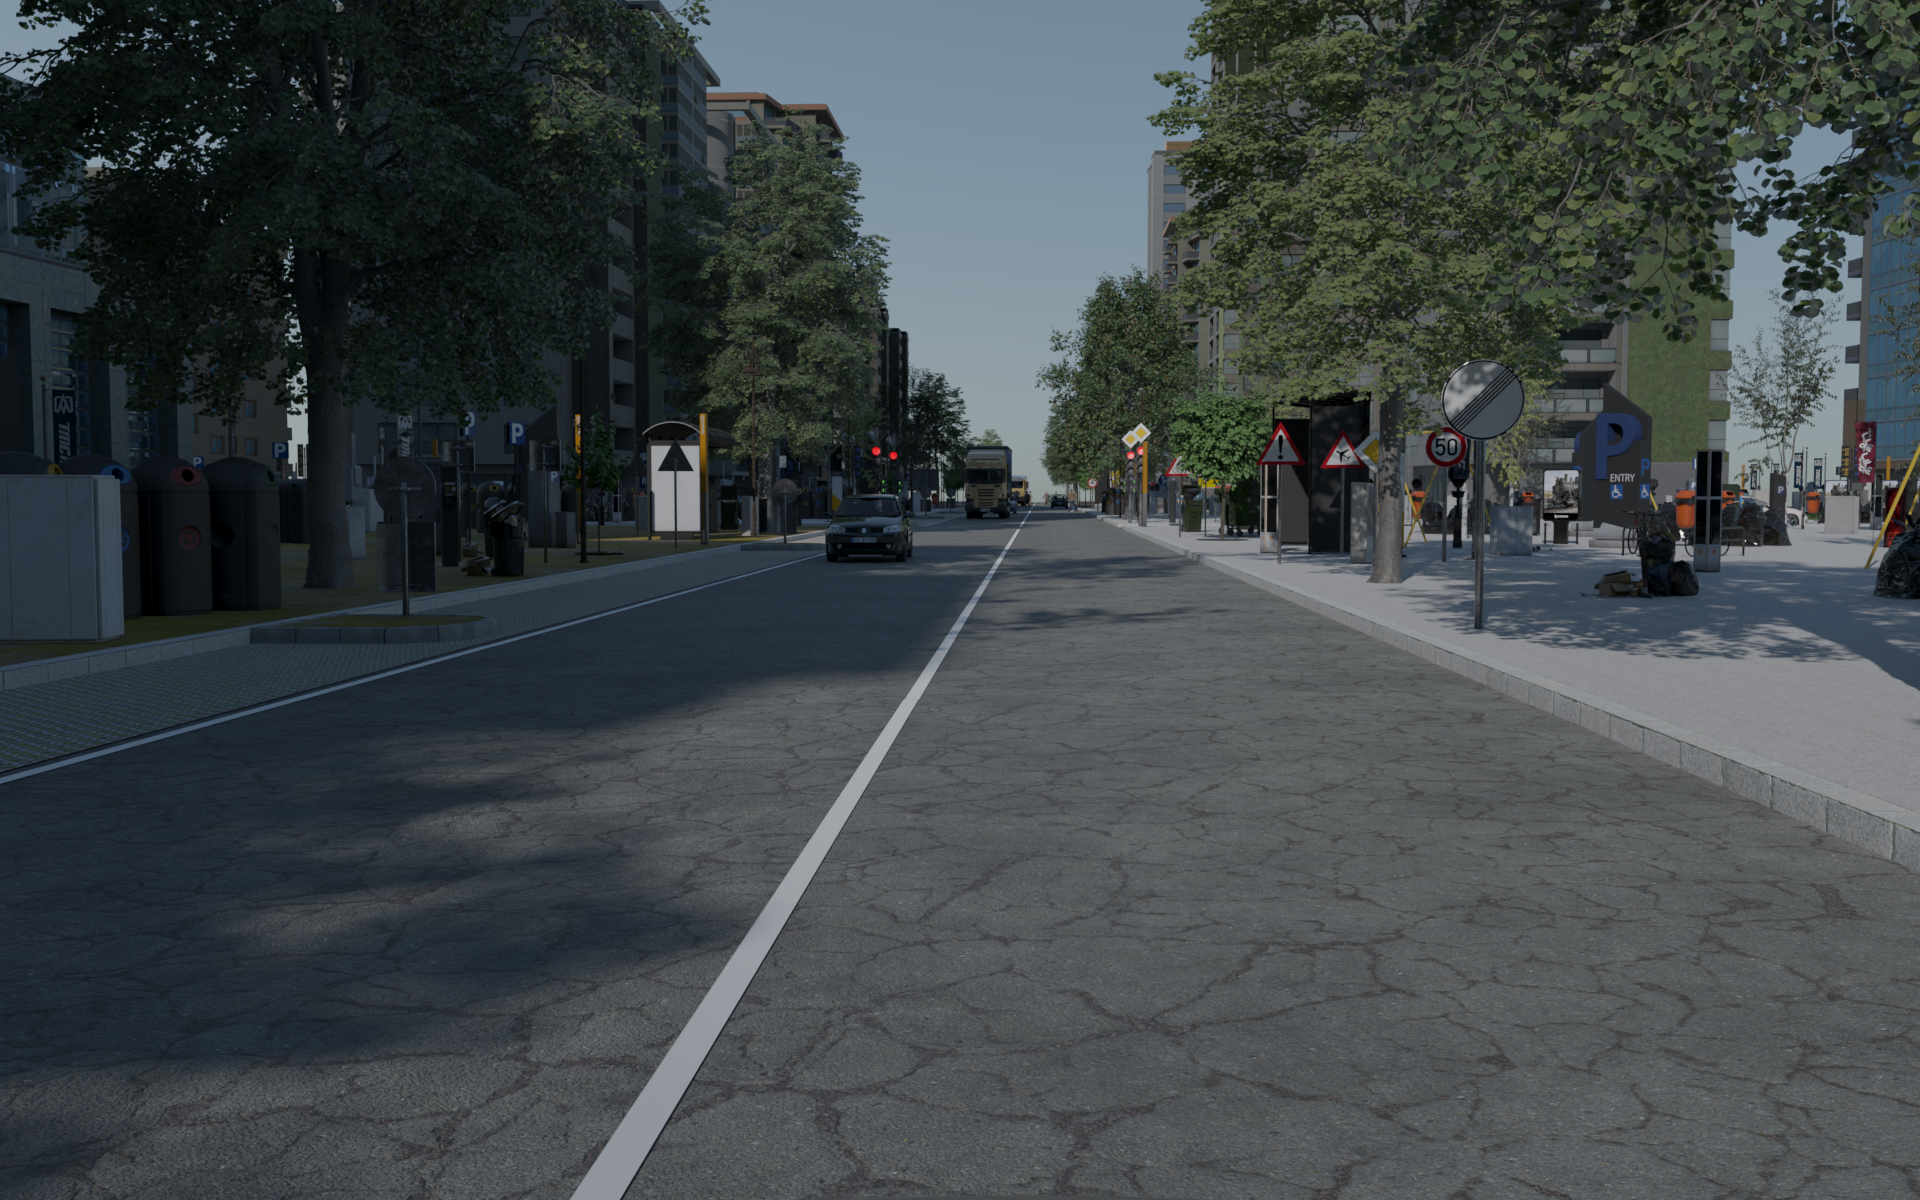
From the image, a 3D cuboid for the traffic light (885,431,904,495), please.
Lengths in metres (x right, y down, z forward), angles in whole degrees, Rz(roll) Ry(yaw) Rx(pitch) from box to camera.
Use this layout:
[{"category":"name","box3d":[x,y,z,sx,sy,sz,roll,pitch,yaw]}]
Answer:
[{"category":"traffic light","box3d":[-2.910,-5.377,76.834,0.839,4.253,0.868,0,4,3]}]

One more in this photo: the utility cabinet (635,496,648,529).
[{"category":"utility cabinet","box3d":[-11.313,-3.175,63.065,1.020,1.237,0.306,-1,4,-11]}]

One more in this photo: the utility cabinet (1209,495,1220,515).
[{"category":"utility cabinet","box3d":[15.609,-5.793,105.881,0.306,1.237,1.020,3,5,40]}]

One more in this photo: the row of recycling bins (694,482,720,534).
[{"category":"row of recycling bins","box3d":[-8.635,-3.086,57.570,1.069,1.692,3.534,-1,4,-15]}]

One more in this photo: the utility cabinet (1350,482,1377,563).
[{"category":"utility cabinet","box3d":[7.563,-1.449,32.371,0.318,1.500,1.173,1,4,22]}]

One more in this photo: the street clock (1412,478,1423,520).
[{"category":"street clock","box3d":[21.020,-4.593,79.661,0.471,2.002,0.358,2,4,27]}]

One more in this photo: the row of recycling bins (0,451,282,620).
[{"category":"row of recycling bins","box3d":[-8.652,-0.671,18.079,1.069,1.692,3.534,2,4,24]}]

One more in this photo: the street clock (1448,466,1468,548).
[{"category":"street clock","box3d":[11.855,-2.242,41.235,0.471,2.002,0.358,0,4,6]}]

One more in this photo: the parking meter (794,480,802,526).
[{"category":"parking meter","box3d":[-6.580,-3.920,69.808,0.255,1.863,0.399,-3,5,-43]}]

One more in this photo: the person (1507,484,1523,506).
[{"category":"person","box3d":[23.024,-3.887,71.823,0.659,1.850,0.755,1,4,14]}]

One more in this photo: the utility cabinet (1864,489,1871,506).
[{"category":"utility cabinet","box3d":[58.549,-6.227,110.493,1.173,1.500,0.318,1,4,20]}]

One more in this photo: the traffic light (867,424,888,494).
[{"category":"traffic light","box3d":[-3.283,-4.889,68.858,0.839,4.253,0.868,0,4,3]}]

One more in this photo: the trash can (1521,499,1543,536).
[{"category":"trash can","box3d":[17.556,-2.549,53.333,0.748,1.137,0.748,0,3,0]}]

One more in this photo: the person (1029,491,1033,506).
[{"category":"person","box3d":[8.741,-12.622,214.863,0.705,1.824,1.348,-1,4,-18]}]

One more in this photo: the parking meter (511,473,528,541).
[{"category":"parking meter","box3d":[-12.074,-2.553,47.453,0.399,1.863,0.255,3,4,38]}]

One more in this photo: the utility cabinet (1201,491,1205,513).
[{"category":"utility cabinet","box3d":[16.822,-7.083,124.484,1.173,1.500,0.318,2,4,32]}]

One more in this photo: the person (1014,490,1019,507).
[{"category":"person","box3d":[6.242,-11.076,189.455,0.599,1.838,0.709,2,4,32]}]

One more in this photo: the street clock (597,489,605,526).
[{"category":"street clock","box3d":[-14.536,-4.017,70.241,0.358,2.002,0.471,-2,4,-24]}]

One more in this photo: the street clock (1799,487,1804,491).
[{"category":"street clock","box3d":[71.985,-8.789,148.265,0.358,2.002,0.471,0,4,2]}]

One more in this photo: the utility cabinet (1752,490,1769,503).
[{"category":"utility cabinet","box3d":[43.933,-5.267,94.787,1.173,1.500,0.318,-1,4,-11]}]

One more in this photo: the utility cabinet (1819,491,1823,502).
[{"category":"utility cabinet","box3d":[71.777,-8.256,143.664,1.173,1.500,0.318,-1,4,-16]}]

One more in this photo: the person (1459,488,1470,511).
[{"category":"person","box3d":[20.993,-3.872,72.234,0.576,1.772,0.534,2,4,29]}]

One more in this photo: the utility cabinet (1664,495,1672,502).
[{"category":"utility cabinet","box3d":[47.573,-6.494,117.333,0.306,1.237,1.020,-1,4,-12]}]

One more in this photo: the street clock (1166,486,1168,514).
[{"category":"street clock","box3d":[13.499,-6.570,111.989,0.358,2.002,0.471,2,4,35]}]

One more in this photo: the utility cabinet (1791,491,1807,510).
[{"category":"utility cabinet","box3d":[69.548,-8.250,143.563,1.173,1.500,0.318,-1,4,-12]}]

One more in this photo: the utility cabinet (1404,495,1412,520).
[{"category":"utility cabinet","box3d":[21.973,-4.571,85.904,1.020,1.237,0.306,-2,4,-29]}]

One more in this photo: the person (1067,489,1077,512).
[{"category":"person","box3d":[9.101,-8.052,140.063,0.836,1.842,0.656,2,4,32]}]

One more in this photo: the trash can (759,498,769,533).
[{"category":"trash can","box3d":[-6.651,-2.778,57.070,0.748,1.137,0.748,0,3,0]}]

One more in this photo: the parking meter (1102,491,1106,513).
[{"category":"parking meter","box3d":[9.875,-6.734,118.513,0.372,1.533,0.369,0,3,0]}]

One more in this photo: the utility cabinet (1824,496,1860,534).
[{"category":"utility cabinet","box3d":[28.245,-2.710,55.469,0.306,1.237,1.020,-2,4,-26]}]

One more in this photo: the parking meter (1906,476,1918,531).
[{"category":"parking meter","box3d":[25.201,-2.457,45.883,0.255,1.863,0.399,2,4,31]}]

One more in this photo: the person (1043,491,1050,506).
[{"category":"person","box3d":[10.474,-12.260,209.500,0.990,1.755,0.434,1,4,19]}]

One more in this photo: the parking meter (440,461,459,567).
[{"category":"parking meter","box3d":[-9.026,-1.523,30.609,0.255,1.863,0.399,-2,4,-23]}]

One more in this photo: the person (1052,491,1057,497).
[{"category":"person","box3d":[12.653,-13.442,228.351,1.350,1.814,0.705,0,4,-8]}]

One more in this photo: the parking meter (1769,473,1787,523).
[{"category":"parking meter","box3d":[22.691,-2.591,48.067,0.399,1.863,0.255,-1,4,-13]}]

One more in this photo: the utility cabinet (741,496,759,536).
[{"category":"utility cabinet","box3d":[-6.533,-2.620,53.998,0.306,1.237,1.020,1,4,8]}]

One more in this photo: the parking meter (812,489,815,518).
[{"category":"parking meter","box3d":[-7.924,-5.126,92.214,0.372,1.533,0.369,0,3,0]}]

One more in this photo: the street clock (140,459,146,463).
[{"category":"street clock","box3d":[-16.571,-1.894,35.536,0.358,2.002,0.471,2,4,24]}]

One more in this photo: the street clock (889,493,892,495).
[{"category":"street clock","box3d":[-4.371,-6.381,108.892,0.358,2.002,0.471,0,4,-7]}]

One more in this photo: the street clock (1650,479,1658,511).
[{"category":"street clock","box3d":[32.541,-4.699,81.396,0.471,2.002,0.358,-2,4,-25]}]

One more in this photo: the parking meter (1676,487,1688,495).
[{"category":"parking meter","box3d":[25.718,-3.260,61.717,0.372,1.533,0.369,0,3,0]}]

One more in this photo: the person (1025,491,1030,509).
[{"category":"person","box3d":[6.685,-9.920,171.226,0.617,1.759,0.750,0,4,-4]}]

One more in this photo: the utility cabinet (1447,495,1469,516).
[{"category":"utility cabinet","box3d":[23.861,-4.394,82.998,1.020,1.237,0.306,1,4,16]}]

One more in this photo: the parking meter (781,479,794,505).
[{"category":"parking meter","box3d":[-6.581,-3.651,65.408,0.255,1.863,0.399,-3,4,-38]}]

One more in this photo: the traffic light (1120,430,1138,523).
[{"category":"traffic light","box3d":[7.491,-5.348,76.366,0.839,4.253,0.868,0,4,3]}]

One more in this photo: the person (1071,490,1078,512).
[{"category":"person","box3d":[9.349,-8.106,141.615,0.643,1.750,0.593,0,4,-1]}]

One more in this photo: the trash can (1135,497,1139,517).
[{"category":"trash can","box3d":[9.483,-5.037,94.016,0.748,1.137,0.748,0,3,0]}]

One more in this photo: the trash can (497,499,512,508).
[{"category":"trash can","box3d":[-31.096,-6.481,117.618,0.748,1.137,0.748,0,3,0]}]

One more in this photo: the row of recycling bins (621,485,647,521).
[{"category":"row of recycling bins","box3d":[-14.393,-4.628,82.782,3.534,1.692,1.069,-1,4,-10]}]

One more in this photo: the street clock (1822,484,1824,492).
[{"category":"street clock","box3d":[62.755,-7.410,125.722,0.471,2.002,0.358,-2,4,-35]}]

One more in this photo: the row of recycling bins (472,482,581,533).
[{"category":"row of recycling bins","box3d":[-14.180,-3.068,57.271,3.534,1.692,1.069,-1,4,-11]}]

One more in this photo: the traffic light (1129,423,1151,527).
[{"category":"traffic light","box3d":[7.118,-4.860,68.390,0.839,4.253,0.868,0,4,3]}]

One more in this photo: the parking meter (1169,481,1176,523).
[{"category":"parking meter","box3d":[9.407,-4.339,76.652,0.255,1.863,0.399,1,4,14]}]

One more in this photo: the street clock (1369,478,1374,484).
[{"category":"street clock","box3d":[18.466,-4.511,78.330,0.471,2.002,0.358,1,4,15]}]

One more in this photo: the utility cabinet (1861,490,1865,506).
[{"category":"utility cabinet","box3d":[74.079,-8.251,143.579,0.318,1.500,1.173,-3,5,-43]}]
